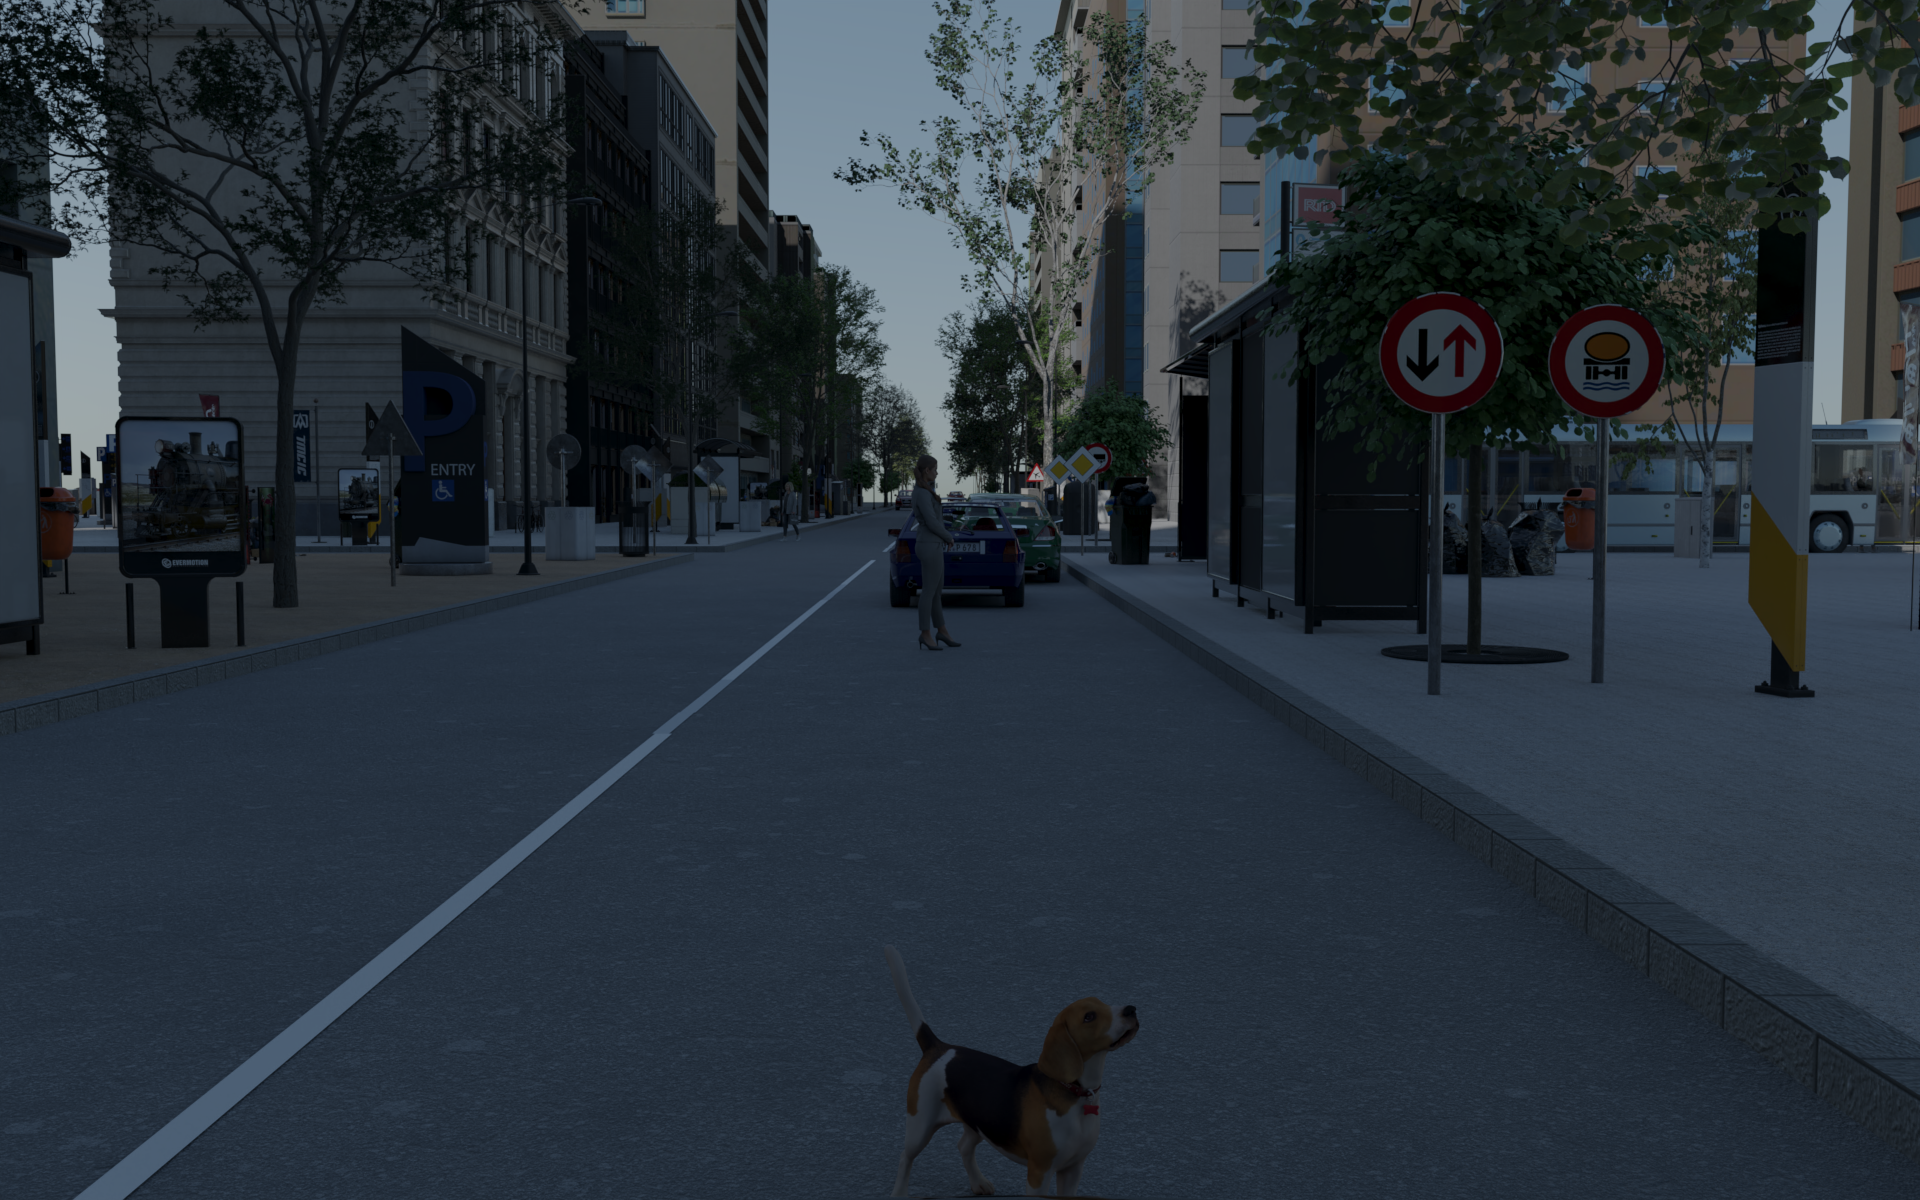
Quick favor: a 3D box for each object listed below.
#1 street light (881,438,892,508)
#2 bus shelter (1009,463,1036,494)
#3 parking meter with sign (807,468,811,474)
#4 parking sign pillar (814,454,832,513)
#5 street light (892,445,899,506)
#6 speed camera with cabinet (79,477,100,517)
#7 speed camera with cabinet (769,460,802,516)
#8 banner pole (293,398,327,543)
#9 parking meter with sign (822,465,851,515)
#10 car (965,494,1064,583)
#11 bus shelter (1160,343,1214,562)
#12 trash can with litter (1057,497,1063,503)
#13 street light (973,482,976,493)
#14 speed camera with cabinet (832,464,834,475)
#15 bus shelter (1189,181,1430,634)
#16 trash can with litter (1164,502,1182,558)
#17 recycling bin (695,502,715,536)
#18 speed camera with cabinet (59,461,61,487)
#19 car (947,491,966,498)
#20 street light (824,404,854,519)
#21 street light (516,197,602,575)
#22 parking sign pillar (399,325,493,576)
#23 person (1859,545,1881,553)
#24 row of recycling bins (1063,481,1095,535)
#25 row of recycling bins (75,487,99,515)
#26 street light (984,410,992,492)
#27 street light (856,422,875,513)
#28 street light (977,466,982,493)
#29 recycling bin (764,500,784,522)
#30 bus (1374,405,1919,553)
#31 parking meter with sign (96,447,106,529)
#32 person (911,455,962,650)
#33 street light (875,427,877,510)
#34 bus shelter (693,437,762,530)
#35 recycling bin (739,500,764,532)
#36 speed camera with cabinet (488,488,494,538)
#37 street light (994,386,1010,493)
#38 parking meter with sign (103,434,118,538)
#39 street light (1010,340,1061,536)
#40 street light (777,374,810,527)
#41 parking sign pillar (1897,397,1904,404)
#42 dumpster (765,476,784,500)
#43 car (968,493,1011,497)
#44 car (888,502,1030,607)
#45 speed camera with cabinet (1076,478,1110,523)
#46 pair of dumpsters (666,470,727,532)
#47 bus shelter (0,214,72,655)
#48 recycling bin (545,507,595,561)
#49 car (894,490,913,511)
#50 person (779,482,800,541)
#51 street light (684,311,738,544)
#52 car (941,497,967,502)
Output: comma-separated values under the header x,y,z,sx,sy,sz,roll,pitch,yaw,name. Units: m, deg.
x,y,z,sx,sy,sz,roll,pitch,yaw,name
-6.532,-10.384,142.321,1.470,5.913,1.316,0,4,0,street light
4.159,-7.375,114.501,2.014,3.302,5.546,0,4,0,bus shelter
-9.561,-7.422,117.616,1.738,3.016,0.543,-3,5,-43,parking meter with sign
-9.040,-7.776,115.604,1.447,3.967,1.447,-1,4,-13,parking sign pillar
-6.599,-11.718,164.133,1.470,5.913,1.316,0,4,0,street light
-47.911,-6.237,96.312,0.660,3.252,2.038,2,4,24,speed camera with cabinet
-10.171,-6.585,101.993,2.038,3.252,0.660,1,4,12,speed camera with cabinet
-17.047,-3.381,45.295,0.863,3.779,0.401,-1,4,-16,banner pole
-7.457,-6.652,105.015,1.738,3.016,0.543,2,4,27,parking meter with sign
0.727,-1.078,29.429,2.131,1.459,4.920,0,4,0,car
4.643,-2.349,29.695,1.731,3.624,6.357,0,4,0,bus shelter
4.197,-3.549,69.410,1.055,1.170,0.624,3,5,39,trash can with litter
1.870,-13.595,194.818,1.470,5.913,1.316,0,4,0,street light
-8.198,-7.257,112.995,0.660,3.252,2.038,0,4,4,speed camera with cabinet
3.939,-2.590,19.977,2.179,5.291,8.768,0,4,0,bus shelter
5.042,-1.481,35.273,2.233,1.210,1.678,-2,4,-28,trash can with litter
-7.850,-2.470,52.931,0.722,1.027,0.722,-1,4,-9,recycling bin
-24.702,-3.155,45.924,2.038,3.252,0.660,2,4,30,speed camera with cabinet
-0.470,-12.093,206.389,2.281,1.827,5.304,0,3,0,car
-6.280,-7.139,89.262,1.470,5.913,1.316,0,4,0,street light
-6.305,-3.348,27.278,1.470,5.913,1.316,0,4,0,street light
-8.239,-2.397,27.668,1.447,3.967,1.447,0,4,-7,parking sign pillar
21.831,-2.005,41.460,0.526,1.800,0.537,2,4,24,person
3.852,-2.961,55.528,1.069,1.692,3.534,0,4,7,row of recycling bins
-53.405,-6.074,106.419,1.069,1.692,3.534,0,4,1,row of recycling bins
2.148,-7.556,96.087,1.470,5.913,1.316,0,4,0,street light
-6.414,-8.496,111.451,1.470,5.913,1.316,0,4,0,street light
2.116,-9.577,129.127,1.470,5.913,1.316,0,4,0,street light
-7.755,-3.610,71.578,0.722,1.027,0.722,-3,5,-39,recycling bin
16.261,-2.710,39.174,13.247,3.499,2.948,0,4,-2,bus
-31.045,-4.160,64.273,0.543,3.016,1.738,2,4,28,parking meter with sign
-0.186,-0.439,15.952,0.573,1.790,0.520,-1,4,-22,person
-6.493,-9.040,120.344,1.470,5.913,1.316,0,4,0,street light
-8.698,-4.335,64.803,2.014,3.302,5.546,0,4,0,bus shelter
-7.122,-2.829,58.816,0.722,1.027,0.722,0,4,-5,recycling bin
-14.665,-3.431,50.436,2.038,3.252,0.660,-3,4,-36,speed camera with cabinet
2.292,-6.222,74.275,1.470,5.913,1.316,0,4,0,street light
-24.519,-3.351,51.042,0.543,3.016,1.738,0,4,-6,parking meter with sign
2.355,-4.887,52.446,1.470,5.913,1.316,0,4,0,street light
-6.373,-5.772,66.916,1.470,5.913,1.316,0,4,0,street light
26.415,-3.625,47.747,1.447,3.967,1.447,-3,4,-36,parking sign pillar
-9.035,-5.203,87.570,1.502,2.255,1.985,0,4,0,dumpster
0.864,-2.378,47.679,1.959,1.807,4.718,0,4,-1,car
-0.021,-0.655,23.290,1.945,1.354,3.894,0,4,1,car
6.038,-5.020,76.416,2.038,3.252,0.660,-3,4,-36,speed camera with cabinet
-8.826,-3.398,58.047,1.574,2.255,4.437,0,4,0,pair of dumpsters
-8.136,-1.944,9.418,2.179,5.291,8.768,0,4,0,bus shelter
-7.549,-1.284,33.550,0.722,1.027,0.722,1,4,18,recycling bin
-4.614,-8.763,151.946,2.281,1.827,5.304,0,4,0,car
-5.103,-2.683,52.544,0.728,1.800,0.709,-3,5,-45,person
-6.334,-4.380,44.153,1.470,5.913,1.316,0,4,0,street light
-0.315,-2.620,55.420,1.945,1.354,3.894,0,3,0,car
